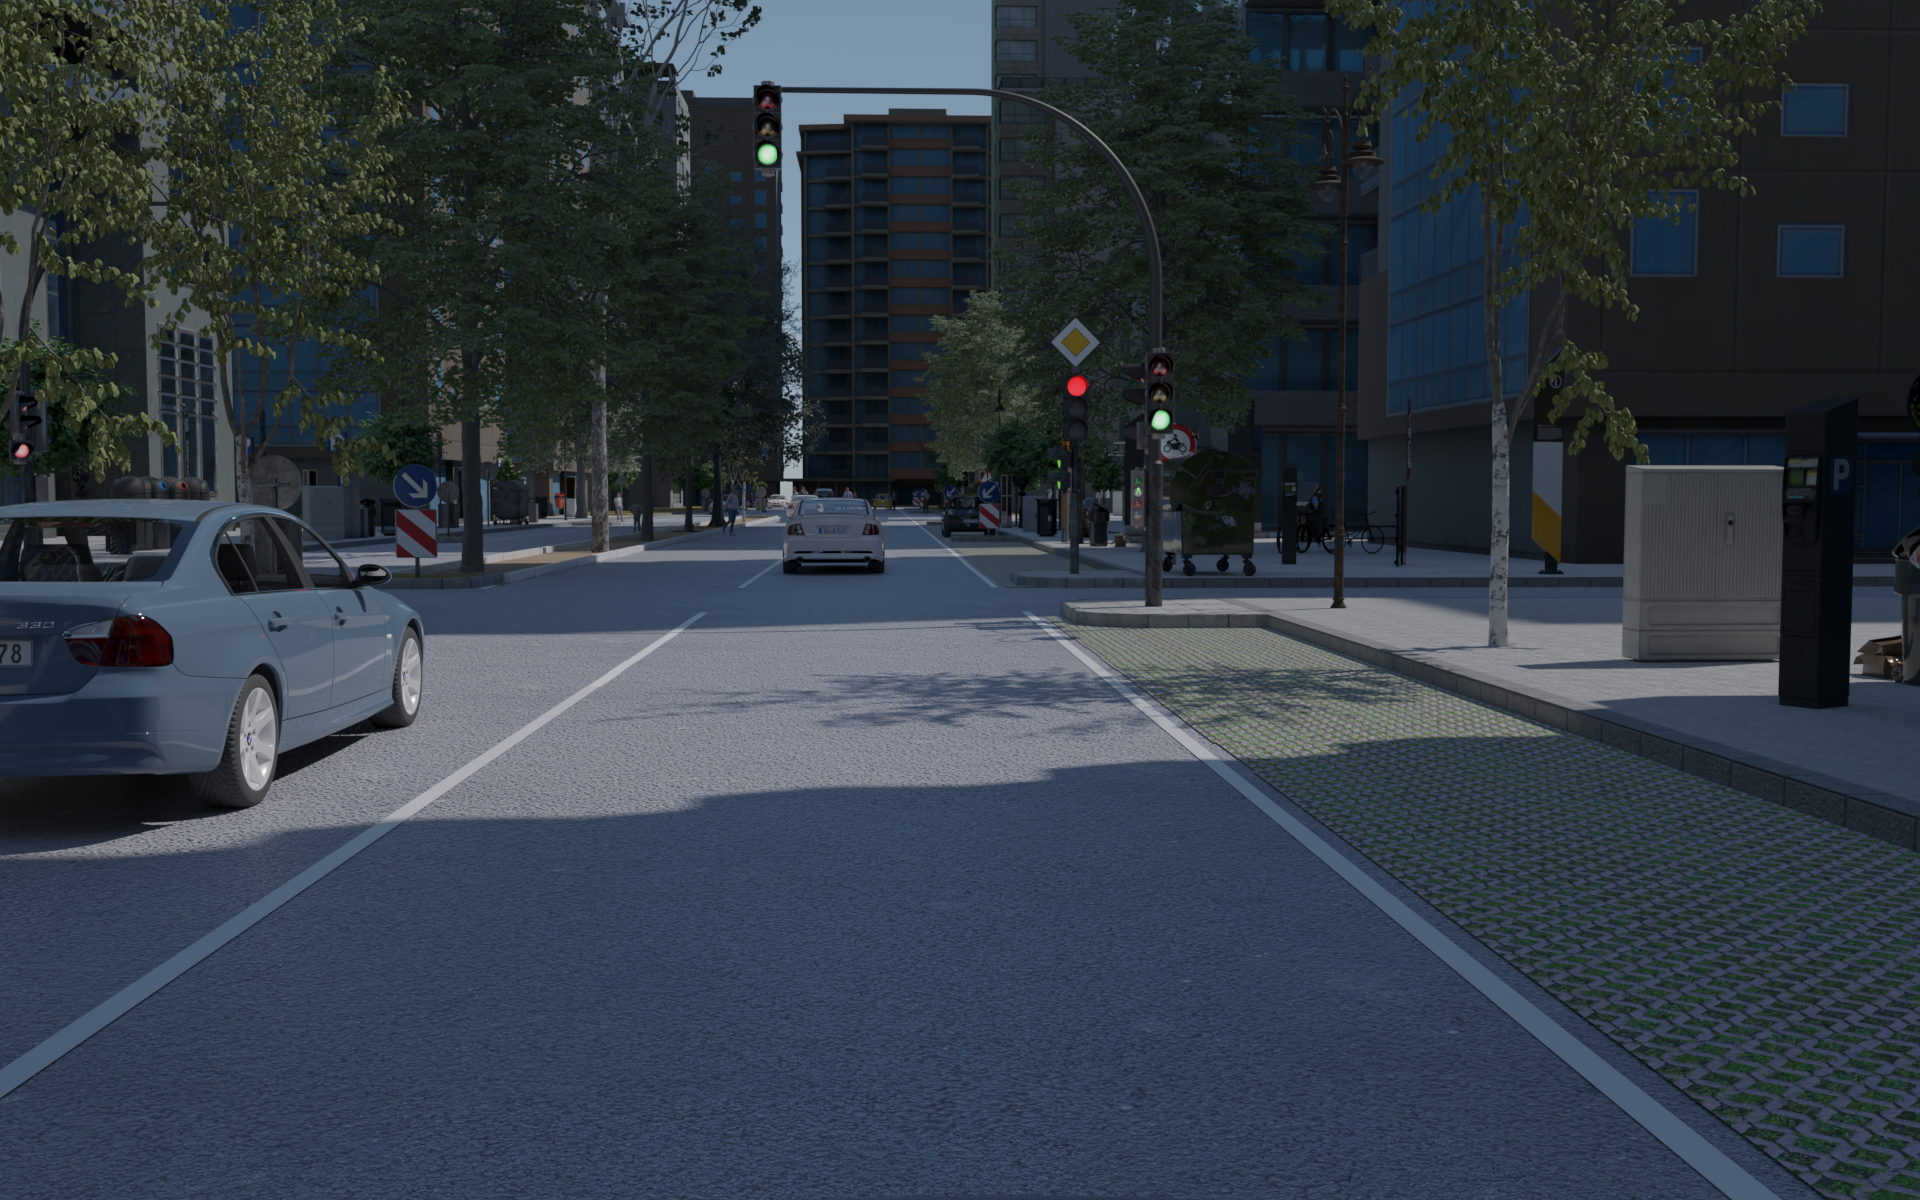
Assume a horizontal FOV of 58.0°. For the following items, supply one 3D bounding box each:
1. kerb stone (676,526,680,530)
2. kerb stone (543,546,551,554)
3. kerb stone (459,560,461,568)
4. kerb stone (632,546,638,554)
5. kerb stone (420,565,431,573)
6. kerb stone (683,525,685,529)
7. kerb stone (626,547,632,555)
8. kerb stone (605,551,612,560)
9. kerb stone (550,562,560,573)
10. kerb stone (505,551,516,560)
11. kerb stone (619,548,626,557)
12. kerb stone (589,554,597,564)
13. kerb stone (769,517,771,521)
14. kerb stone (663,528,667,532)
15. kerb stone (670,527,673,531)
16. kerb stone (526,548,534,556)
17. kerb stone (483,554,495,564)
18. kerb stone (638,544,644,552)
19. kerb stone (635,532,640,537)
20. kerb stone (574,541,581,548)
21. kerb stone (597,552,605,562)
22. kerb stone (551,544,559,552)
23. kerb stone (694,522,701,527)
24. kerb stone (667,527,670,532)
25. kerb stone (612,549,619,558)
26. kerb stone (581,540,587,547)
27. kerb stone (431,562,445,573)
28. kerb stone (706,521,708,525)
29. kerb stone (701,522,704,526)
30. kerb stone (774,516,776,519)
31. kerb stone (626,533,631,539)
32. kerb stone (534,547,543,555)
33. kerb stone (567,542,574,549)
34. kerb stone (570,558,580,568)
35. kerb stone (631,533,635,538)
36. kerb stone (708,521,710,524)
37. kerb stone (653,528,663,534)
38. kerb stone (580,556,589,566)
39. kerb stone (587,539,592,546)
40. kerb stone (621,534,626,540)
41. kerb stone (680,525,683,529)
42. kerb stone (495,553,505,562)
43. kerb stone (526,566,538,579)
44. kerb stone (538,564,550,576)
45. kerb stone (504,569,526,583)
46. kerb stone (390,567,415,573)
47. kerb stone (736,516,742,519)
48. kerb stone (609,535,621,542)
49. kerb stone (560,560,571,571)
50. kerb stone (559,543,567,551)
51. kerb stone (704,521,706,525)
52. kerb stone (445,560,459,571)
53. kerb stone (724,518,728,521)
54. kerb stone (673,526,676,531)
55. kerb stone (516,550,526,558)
[{"bbox_3d":[-11.273,-2.818,68.269,0.120,0.150,1.000,0,4,-3],"label":"kerb stone"},{"bbox_3d":[-10.039,-1.189,41.632,0.120,0.150,1.000,0,4,-3],"label":"kerb stone"},{"bbox_3d":[-9.659,-0.688,33.448,0.120,0.150,1.000,0,4,-3],"label":"kerb stone"},{"bbox_3d":[-7.944,-1.194,41.726,0.120,0.150,1.000,0,4,-3],"label":"kerb stone"},{"bbox_3d":[-9.522,-0.500,30.373,0.120,0.150,1.000,0,4,-3],"label":"kerb stone"},{"bbox_3d":[-11.367,-2.936,70.323,0.120,0.150,1.000,0,4,-3],"label":"kerb stone"},{"bbox_3d":[-7.892,-1.129,40.706,0.120,0.150,1.000,0,4,-3],"label":"kerb stone"},{"bbox_3d":[-7.757,-0.945,37.642,0.120,0.150,1.000,0,4,-3],"label":"kerb stone"},{"bbox_3d":[-7.471,-0.567,31.496,0.120,0.150,1.000,0,4,-3],"label":"kerb stone"},{"bbox_3d":[-9.849,-0.939,37.545,0.120,0.150,1.000,0,4,-3],"label":"kerb stone"},{"bbox_3d":[-7.840,-1.070,39.685,0.120,0.150,1.000,0,4,-3],"label":"kerb stone"},{"bbox_3d":[-7.661,-0.820,35.599,0.120,0.150,1.000,0,4,-3],"label":"kerb stone"},{"bbox_3d":[-10.260,-4.261,91.861,0.120,0.150,1.000,0,4,-3],"label":"kerb stone"},{"bbox_3d":[-11.077,-2.564,64.163,0.120,0.150,1.000,0,4,-3],"label":"kerb stone"},{"bbox_3d":[-11.182,-2.693,66.219,0.120,0.150,1.000,0,4,-3],"label":"kerb stone"},{"bbox_3d":[-9.946,-1.064,39.587,0.120,0.150,1.000,0,4,-3],"label":"kerb stone"},{"bbox_3d":[-9.759,-0.812,35.503,0.120,0.150,1.000,0,4,-3],"label":"kerb stone"},{"bbox_3d":[-7.988,-1.252,42.748,0.120,0.150,1.000,0,4,-3],"label":"kerb stone"},{"bbox_3d":[-10.749,-2.126,56.989,0.120,0.150,1.000,0,4,-3],"label":"kerb stone"},{"bbox_3d":[-10.227,-1.439,45.728,0.120,0.150,1.000,0,4,-3],"label":"kerb stone"},{"bbox_3d":[-7.703,-0.882,36.621,0.120,0.150,1.000,0,4,-3],"label":"kerb stone"},{"bbox_3d":[-10.088,-1.252,42.658,0.120,0.150,1.000,0,4,-3],"label":"kerb stone"},{"bbox_3d":[-11.643,-3.319,76.463,0.120,0.150,1.000,0,4,-3],"label":"kerb stone"},{"bbox_3d":[-11.127,-2.629,65.186,0.120,0.150,1.000,0,4,-3],"label":"kerb stone"},{"bbox_3d":[-7.801,-1.006,38.663,0.120,0.150,1.000,0,4,-3],"label":"kerb stone"},{"bbox_3d":[-10.285,-1.498,46.761,0.120,0.150,1.000,0,4,-3],"label":"kerb stone"},{"bbox_3d":[-9.569,-0.563,31.402,0.120,0.150,1.000,0,4,-3],"label":"kerb stone"},{"bbox_3d":[-11.789,-3.507,79.533,0.120,0.150,1.000,0,4,-3],"label":"kerb stone"},{"bbox_3d":[-11.696,-3.382,77.486,0.120,0.150,1.000,0,4,-3],"label":"kerb stone"},{"bbox_3d":[-10.449,-4.511,95.953,0.120,0.150,1.000,0,4,-3],"label":"kerb stone"},{"bbox_3d":[-10.659,-2.001,54.947,0.120,0.150,1.000,0,4,-3],"label":"kerb stone"},{"bbox_3d":[-9.997,-1.126,40.608,0.120,0.150,1.000,0,4,-3],"label":"kerb stone"},{"bbox_3d":[-10.180,-1.373,44.701,0.120,0.150,1.000,0,4,-3],"label":"kerb stone"},{"bbox_3d":[-7.570,-0.693,33.557,0.120,0.150,1.000,0,4,-3],"label":"kerb stone"},{"bbox_3d":[-10.703,-2.066,55.968,0.120,0.150,1.000,0,4,-3],"label":"kerb stone"},{"bbox_3d":[-11.831,-3.560,80.566,0.120,0.150,1.000,0,4,-3],"label":"kerb stone"},{"bbox_3d":[-11.029,-2.504,63.139,0.120,0.150,1.000,0,4,-3],"label":"kerb stone"},{"bbox_3d":[-7.608,-0.757,34.579,0.120,0.150,1.000,0,4,-3],"label":"kerb stone"},{"bbox_3d":[-10.320,-1.565,47.788,0.120,0.150,1.000,0,4,-3],"label":"kerb stone"},{"bbox_3d":[-10.608,-1.941,53.924,0.120,0.150,1.000,0,4,-3],"label":"kerb stone"},{"bbox_3d":[-11.316,-2.880,69.291,0.120,0.150,1.000,0,4,-3],"label":"kerb stone"},{"bbox_3d":[-9.809,-0.876,36.524,0.120,0.150,1.000,0,4,-3],"label":"kerb stone"},{"bbox_3d":[-7.384,-0.444,29.452,0.120,0.150,1.000,0,4,-3],"label":"kerb stone"},{"bbox_3d":[-7.424,-0.505,30.473,0.120,0.150,1.000,0,4,-3],"label":"kerb stone"},{"bbox_3d":[-7.324,-0.381,28.431,0.120,0.150,1.000,0,4,-3],"label":"kerb stone"},{"bbox_3d":[-9.480,-0.436,29.339,0.120,0.150,1.000,0,4,-3],"label":"kerb stone"},{"bbox_3d":[-12.739,-4.759,100.003,0.120,0.150,1.000,0,4,-3],"label":"kerb stone"},{"bbox_3d":[-10.564,-1.875,52.901,0.120,0.150,1.000,0,4,-3],"label":"kerb stone"},{"bbox_3d":[-7.514,-0.628,32.529,0.120,0.150,1.000,0,4,-3],"label":"kerb stone"},{"bbox_3d":[-10.135,-1.314,43.680,0.120,0.150,1.000,0,4,-3],"label":"kerb stone"},{"bbox_3d":[-11.744,-3.444,78.512,0.120,0.150,1.000,0,4,-3],"label":"kerb stone"},{"bbox_3d":[-9.614,-0.626,32.423,0.120,0.150,1.000,0,4,-3],"label":"kerb stone"},{"bbox_3d":[-12.408,-4.320,92.834,0.120,0.150,1.000,0,4,-3],"label":"kerb stone"},{"bbox_3d":[-11.226,-2.756,67.248,0.120,0.150,1.000,0,4,-3],"label":"kerb stone"},{"bbox_3d":[-9.893,-1.001,38.567,0.120,0.150,1.000,0,4,-3],"label":"kerb stone"}]
